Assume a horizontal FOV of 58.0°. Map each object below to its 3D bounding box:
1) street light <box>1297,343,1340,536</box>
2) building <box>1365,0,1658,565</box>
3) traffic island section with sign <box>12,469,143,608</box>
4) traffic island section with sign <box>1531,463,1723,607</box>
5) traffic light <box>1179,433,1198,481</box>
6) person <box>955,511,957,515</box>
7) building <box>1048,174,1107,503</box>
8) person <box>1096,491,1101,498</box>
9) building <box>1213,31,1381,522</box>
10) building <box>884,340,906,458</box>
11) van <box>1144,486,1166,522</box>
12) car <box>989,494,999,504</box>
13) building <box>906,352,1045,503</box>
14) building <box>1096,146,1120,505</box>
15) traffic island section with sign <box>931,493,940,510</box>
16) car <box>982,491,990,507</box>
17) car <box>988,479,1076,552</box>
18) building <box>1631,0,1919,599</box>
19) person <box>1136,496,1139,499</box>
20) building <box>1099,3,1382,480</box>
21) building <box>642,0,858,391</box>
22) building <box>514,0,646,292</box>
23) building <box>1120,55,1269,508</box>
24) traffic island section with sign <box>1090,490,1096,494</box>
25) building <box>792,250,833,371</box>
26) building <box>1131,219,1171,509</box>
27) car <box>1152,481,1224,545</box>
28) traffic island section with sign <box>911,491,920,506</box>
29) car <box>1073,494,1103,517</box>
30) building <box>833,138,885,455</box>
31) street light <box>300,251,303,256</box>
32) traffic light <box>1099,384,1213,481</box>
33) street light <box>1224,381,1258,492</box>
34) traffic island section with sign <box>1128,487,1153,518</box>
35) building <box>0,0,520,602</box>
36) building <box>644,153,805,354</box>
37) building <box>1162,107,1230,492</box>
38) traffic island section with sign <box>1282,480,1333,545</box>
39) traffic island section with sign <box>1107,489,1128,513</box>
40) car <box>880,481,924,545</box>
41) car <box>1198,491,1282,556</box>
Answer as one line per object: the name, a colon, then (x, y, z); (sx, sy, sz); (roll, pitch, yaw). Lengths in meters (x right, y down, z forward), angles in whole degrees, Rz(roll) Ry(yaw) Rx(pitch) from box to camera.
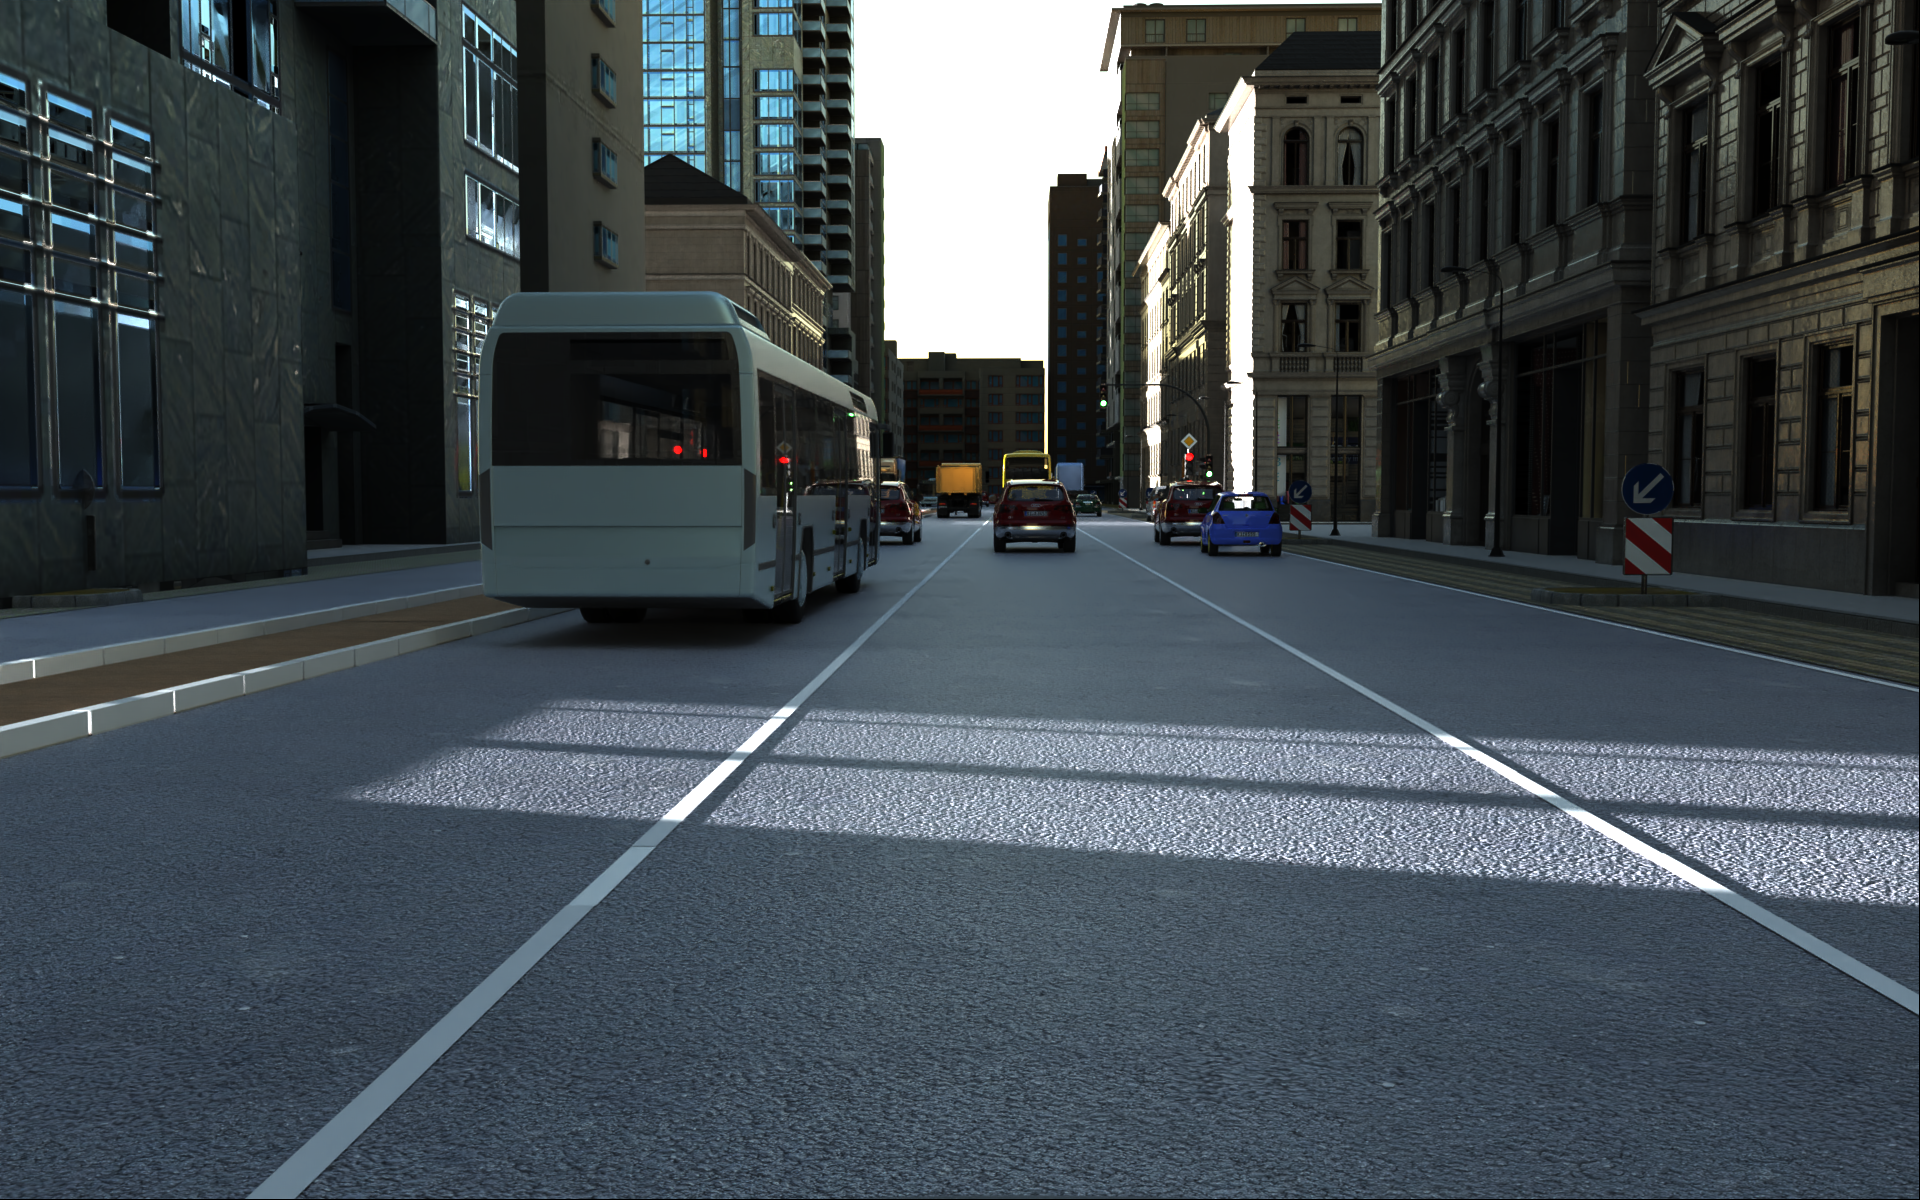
street light: (11.079, -4.951, 53.482); (1.470, 5.913, 1.316); (0, 4, 2)
building: (16.823, -12.190, 50.216); (10.553, 20.767, 40.483); (0, 4, 2)
traffic island section with sign: (-11.865, -0.851, 22.536); (1.989, 1.847, 2.006); (0, 4, 2)
traffic island section with sign: (8.664, -0.867, 22.810); (1.989, 1.847, 2.006); (0, 4, 2)
traffic light: (10.462, -5.533, 79.378); (0.839, 4.253, 0.868); (0, 4, 2)
person: (-0.253, -6.777, 119.408); (0.694, 1.812, 0.767); (2, 4, 28)
building: (19.619, -36.368, 244.731); (14.200, 45.320, 14.600); (0, 4, 2)
person: (18.390, -13.756, 231.680); (1.217, 1.735, 0.721); (-1, 4, -12)
building: (22.819, -15.589, 83.752); (19.941, 23.489, 11.050); (0, 4, 2)
building: (-22.438, -22.868, 218.931); (28.899, 21.520, 27.650); (0, 4, 2)
van: (10.643, -5.075, 89.984); (2.013, 2.044, 4.112); (0, 4, 1)
car: (4.119, -12.639, 215.692); (2.155, 1.783, 4.494); (0, 4, 2)
building: (-2.369, -24.875, 251.747); (28.899, 21.520, 27.650); (0, 4, 2)
building: (28.264, -34.240, 214.446); (22.147, 44.769, 28.867); (0, 4, 2)
traffic island section with sign: (-1.561, -8.965, 154.719); (2.006, 1.907, 1.989); (0, 4, 2)
car: (2.266, -11.464, 196.114); (2.281, 1.827, 5.304); (0, 4, 1)
car: (1.868, -2.179, 44.293); (2.281, 1.827, 5.304); (0, 4, 1)
building: (16.200, -9.530, 20.443); (10.561, 19.102, 19.286); (0, 4, 2)
person: (16.311, -8.968, 155.896); (0.991, 1.433, 0.599); (0, 4, -3)
building: (29.891, -36.492, 185.878); (28.713, 52.752, 27.495); (0, 4, 2)
building: (-20.597, -52.389, 169.232); (22.319, 86.520, 31.000); (0, 4, 2)
building: (-23.898, -26.730, 60.743); (21.600, 48.544, 21.300); (0, 4, 2)
building: (22.306, -29.464, 165.333); (14.154, 41.232, 14.086); (0, 4, 2)
traffic island section with sign: (13.839, -10.578, 181.579); (1.989, 1.847, 2.006); (0, 4, 2)
building: (-16.467, -18.020, 130.780); (11.583, 22.565, 21.152); (0, 4, 2)
building: (22.735, -18.681, 138.724); (16.112, 22.955, 30.059); (0, 4, 2)
car: (6.712, -2.531, 50.056); (2.281, 1.827, 5.304); (0, 4, 4)
traffic island section with sign: (-5.822, -12.243, 208.806); (1.989, 1.847, 2.006); (0, 4, 2)
car: (8.215, -6.123, 111.913); (2.131, 1.459, 4.920); (0, 4, 3)
building: (-15.917, -31.180, 193.383); (14.154, 41.232, 14.086); (0, 4, 2)
street light: (-13.153, -3.697, 32.985); (1.470, 5.913, 1.316); (0, 4, 2)
traffic light: (8.109, -5.912, 71.323); (4.771, 5.953, 1.251); (0, 4, 2)
street light: (11.659, -6.043, 71.336); (1.470, 5.913, 1.316); (0, 4, 2)
traffic island section with sign: (11.311, -5.838, 104.076); (1.989, 1.847, 2.006); (0, 4, 2)
building: (-22.514, -44.075, 33.290); (22.319, 86.520, 31.000); (0, 4, 2)
building: (-16.596, -15.239, 100.063); (10.553, 20.767, 40.483); (0, 4, 2)
building: (20.072, -19.145, 110.281); (12.463, 27.353, 25.104); (0, 4, 2)
traffic island section with sign: (9.542, -2.515, 49.751); (1.989, 1.847, 2.006); (0, 4, 2)
traffic island section with sign: (12.193, -7.504, 131.322); (1.989, 1.847, 2.006); (0, 4, 2)
car: (-2.248, -2.559, 50.506); (2.281, 1.827, 5.304); (0, 4, 3)
car: (6.665, -1.939, 41.287); (1.945, 1.707, 3.694); (0, 4, 4)
